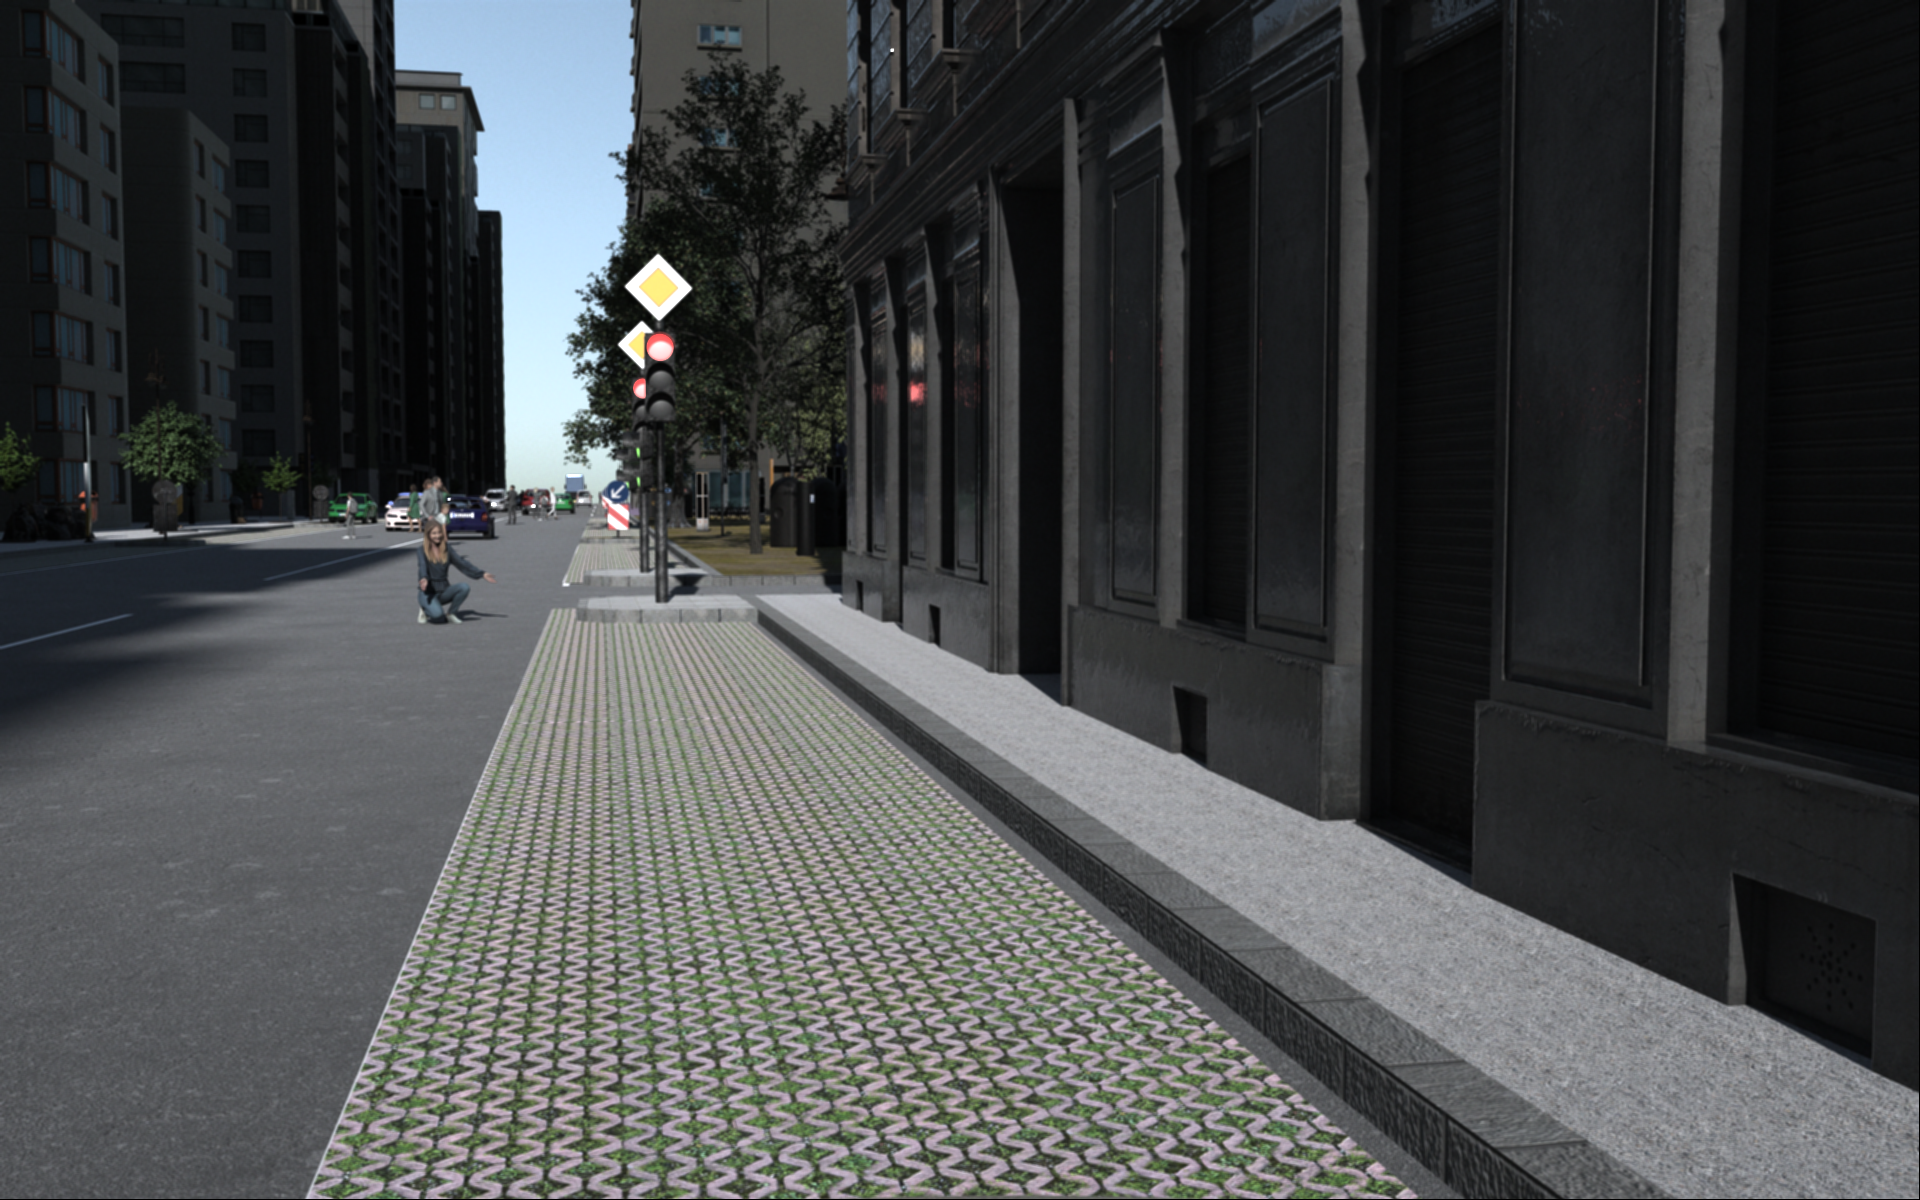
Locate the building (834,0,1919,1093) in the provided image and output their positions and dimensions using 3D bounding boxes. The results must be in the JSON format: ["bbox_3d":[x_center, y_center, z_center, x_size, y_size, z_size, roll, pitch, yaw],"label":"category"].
[{"bbox_3d":[5.027,-9.947,11.781,9.793,20.994,18.267,-1,4,-12],"label":"building"}]

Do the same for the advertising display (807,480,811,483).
[{"bbox_3d":[-6.477,-4.510,78.954,0.974,1.923,0.123,-1,4,-19],"label":"advertising display"}]

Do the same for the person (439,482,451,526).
[{"bbox_3d":[-14.415,-2.401,47.996,0.600,1.795,0.529,-1,4,-16],"label":"person"}]

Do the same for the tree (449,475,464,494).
[{"bbox_3d":[-50.702,-11.004,174.509,1.663,3.219,1.824,0,3,0],"label":"tree"}]

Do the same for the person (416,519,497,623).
[{"bbox_3d":[-5.645,-0.317,19.176,1.012,1.151,0.738,-3,5,-41],"label":"person"}]

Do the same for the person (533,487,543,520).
[{"bbox_3d":[-23.450,-5.348,96.121,0.526,1.800,0.537,-1,4,-16],"label":"person"}]

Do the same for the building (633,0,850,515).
[{"bbox_3d":[-10.506,-30.044,114.926,21.300,48.544,21.600,-1,4,-12],"label":"building"}]

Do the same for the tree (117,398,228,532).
[{"bbox_3d":[-26.782,-4.613,59.138,4.285,4.588,4.351,0,3,0],"label":"tree"}]

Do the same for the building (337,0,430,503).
[{"bbox_3d":[-55.451,-43.098,142.902,20.563,71.187,20.611,-1,4,-12],"label":"building"}]

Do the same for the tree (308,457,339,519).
[{"bbox_3d":[-33.712,-5.892,90.932,1.663,3.219,1.824,0,3,0],"label":"tree"}]

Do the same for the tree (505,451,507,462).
[{"bbox_3d":[-68.342,-18.568,253.952,4.360,8.622,3.978,0,3,0],"label":"tree"}]

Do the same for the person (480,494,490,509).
[{"bbox_3d":[-28.517,-5.638,103.874,0.628,1.438,0.799,0,4,0],"label":"person"}]

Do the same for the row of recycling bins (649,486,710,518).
[{"bbox_3d":[-15.035,-5.182,91.842,3.534,1.692,1.069,0,4,-1],"label":"row of recycling bins"}]

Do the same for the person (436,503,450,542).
[{"bbox_3d":[-10.338,-1.310,34.604,0.352,1.250,0.332,0,4,1],"label":"person"}]

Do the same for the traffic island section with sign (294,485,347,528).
[{"bbox_3d":[-27.529,-4.035,74.598,1.989,1.847,2.006,-1,4,-12],"label":"traffic island section with sign"}]

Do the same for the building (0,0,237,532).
[{"bbox_3d":[-46.999,-13.747,69.795,27.650,21.520,28.899,-1,4,-12],"label":"building"}]

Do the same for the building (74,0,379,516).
[{"bbox_3d":[-43.420,-20.331,104.112,14.160,30.474,14.107,-1,4,-12],"label":"building"}]

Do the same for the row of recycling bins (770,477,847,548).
[{"bbox_3d":[-3.006,-2.166,42.524,3.534,1.692,1.069,-3,4,-36],"label":"row of recycling bins"}]

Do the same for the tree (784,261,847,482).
[{"bbox_3d":[-3.316,-6.292,53.242,4.737,8.622,4.395,0,3,0],"label":"tree"}]

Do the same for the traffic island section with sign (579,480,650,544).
[{"bbox_3d":[-10.120,-2.571,50.664,1.989,1.847,2.006,-1,4,-12],"label":"traffic island section with sign"}]

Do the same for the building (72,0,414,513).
[{"bbox_3d":[-55.880,-26.247,121.024,32.217,40.220,23.993,-1,4,-12],"label":"building"}]

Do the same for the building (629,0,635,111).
[{"bbox_3d":[-15.200,-29.697,140.175,22.147,44.769,28.867,-1,4,-12],"label":"building"}]

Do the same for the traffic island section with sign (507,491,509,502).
[{"bbox_3d":[-59.964,-13.580,230.655,1.989,1.847,2.006,-1,4,-12],"label":"traffic island section with sign"}]

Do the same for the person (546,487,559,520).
[{"bbox_3d":[-22.931,-5.438,97.296,0.818,1.842,0.514,-2,4,-29],"label":"person"}]

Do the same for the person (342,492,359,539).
[{"bbox_3d":[-19.621,-2.730,55.738,0.523,1.515,0.503,-1,4,-16],"label":"person"}]

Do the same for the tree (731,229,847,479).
[{"bbox_3d":[-4.589,-5.970,47.977,4.360,8.622,3.978,0,3,0],"label":"tree"}]

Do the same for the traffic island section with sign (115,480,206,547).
[{"bbox_3d":[-21.903,-2.382,47.573,1.989,1.847,2.006,-1,4,-12],"label":"traffic island section with sign"}]

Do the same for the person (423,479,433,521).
[{"bbox_3d":[-12.443,-1.973,41.039,0.573,1.790,0.520,-2,4,-30],"label":"person"}]

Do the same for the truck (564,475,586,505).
[{"bbox_3d":[-51.856,-14.842,232.420,2.967,4.110,18.799,-1,4,-11],"label":"truck"}]

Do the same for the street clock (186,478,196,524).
[{"bbox_3d":[-32.643,-4.218,73.537,0.471,2.002,0.358,-3,5,-39],"label":"street clock"}]

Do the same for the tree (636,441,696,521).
[{"bbox_3d":[-14.261,-6.016,82.076,4.285,4.588,4.351,0,3,0],"label":"tree"}]

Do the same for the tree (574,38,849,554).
[{"bbox_3d":[-4.641,-6.250,36.594,7.601,10.594,8.767,-3,5,-40],"label":"tree"}]

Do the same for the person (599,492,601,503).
[{"bbox_3d":[-49.634,-14.071,239.236,0.721,1.739,1.217,-2,4,-35],"label":"person"}]

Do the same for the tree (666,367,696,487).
[{"bbox_3d":[-15.863,-8.752,93.465,4.360,8.622,3.978,0,3,0],"label":"tree"}]

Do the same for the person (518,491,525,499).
[{"bbox_3d":[-40.924,-9.387,162.705,1.217,1.736,0.721,0,4,-1],"label":"person"}]

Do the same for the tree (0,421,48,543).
[{"bbox_3d":[-25.253,-3.135,45.858,1.663,3.219,1.824,0,3,0],"label":"tree"}]

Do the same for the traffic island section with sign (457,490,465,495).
[{"bbox_3d":[-43.222,-8.656,150.148,1.989,1.847,2.006,-1,4,-12],"label":"traffic island section with sign"}]

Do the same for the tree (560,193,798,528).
[{"bbox_3d":[-10.586,-9.083,65.510,9.611,12.733,9.660,0,3,0],"label":"tree"}]

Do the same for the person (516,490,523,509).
[{"bbox_3d":[-41.998,-9.639,166.174,1.350,1.814,0.705,-2,4,-25],"label":"person"}]

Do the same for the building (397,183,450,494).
[{"bbox_3d":[-55.794,-23.857,161.769,14.160,30.474,14.107,-1,4,-12],"label":"building"}]

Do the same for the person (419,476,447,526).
[{"bbox_3d":[-11.094,-1.709,36.541,0.391,1.810,0.635,1,4,17],"label":"person"}]

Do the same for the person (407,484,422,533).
[{"bbox_3d":[-20.302,-3.406,64.441,0.529,1.795,0.600,0,4,-2],"label":"person"}]

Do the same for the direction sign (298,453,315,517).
[{"bbox_3d":[-35.990,-6.328,95.465,0.876,3.537,0.379,0,4,0],"label":"direction sign"}]

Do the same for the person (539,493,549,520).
[{"bbox_3d":[-22.673,-5.088,94.282,0.523,1.515,0.503,2,4,24],"label":"person"}]

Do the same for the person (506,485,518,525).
[{"bbox_3d":[-21.143,-4.476,81.482,0.447,1.846,0.655,2,4,30],"label":"person"}]

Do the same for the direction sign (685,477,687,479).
[{"bbox_3d":[-14.170,-5.815,87.071,0.876,3.537,0.379,-2,4,-24],"label":"direction sign"}]

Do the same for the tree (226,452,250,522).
[{"bbox_3d":[-33.130,-5.226,80.044,1.663,3.219,1.824,0,3,0],"label":"tree"}]

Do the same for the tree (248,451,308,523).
[{"bbox_3d":[-30.451,-5.062,77.371,1.663,3.219,1.824,0,3,0],"label":"tree"}]

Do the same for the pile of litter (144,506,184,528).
[{"bbox_3d":[-30.141,-3.142,65.336,1.719,0.858,1.176,2,4,26],"label":"pile of litter"}]
